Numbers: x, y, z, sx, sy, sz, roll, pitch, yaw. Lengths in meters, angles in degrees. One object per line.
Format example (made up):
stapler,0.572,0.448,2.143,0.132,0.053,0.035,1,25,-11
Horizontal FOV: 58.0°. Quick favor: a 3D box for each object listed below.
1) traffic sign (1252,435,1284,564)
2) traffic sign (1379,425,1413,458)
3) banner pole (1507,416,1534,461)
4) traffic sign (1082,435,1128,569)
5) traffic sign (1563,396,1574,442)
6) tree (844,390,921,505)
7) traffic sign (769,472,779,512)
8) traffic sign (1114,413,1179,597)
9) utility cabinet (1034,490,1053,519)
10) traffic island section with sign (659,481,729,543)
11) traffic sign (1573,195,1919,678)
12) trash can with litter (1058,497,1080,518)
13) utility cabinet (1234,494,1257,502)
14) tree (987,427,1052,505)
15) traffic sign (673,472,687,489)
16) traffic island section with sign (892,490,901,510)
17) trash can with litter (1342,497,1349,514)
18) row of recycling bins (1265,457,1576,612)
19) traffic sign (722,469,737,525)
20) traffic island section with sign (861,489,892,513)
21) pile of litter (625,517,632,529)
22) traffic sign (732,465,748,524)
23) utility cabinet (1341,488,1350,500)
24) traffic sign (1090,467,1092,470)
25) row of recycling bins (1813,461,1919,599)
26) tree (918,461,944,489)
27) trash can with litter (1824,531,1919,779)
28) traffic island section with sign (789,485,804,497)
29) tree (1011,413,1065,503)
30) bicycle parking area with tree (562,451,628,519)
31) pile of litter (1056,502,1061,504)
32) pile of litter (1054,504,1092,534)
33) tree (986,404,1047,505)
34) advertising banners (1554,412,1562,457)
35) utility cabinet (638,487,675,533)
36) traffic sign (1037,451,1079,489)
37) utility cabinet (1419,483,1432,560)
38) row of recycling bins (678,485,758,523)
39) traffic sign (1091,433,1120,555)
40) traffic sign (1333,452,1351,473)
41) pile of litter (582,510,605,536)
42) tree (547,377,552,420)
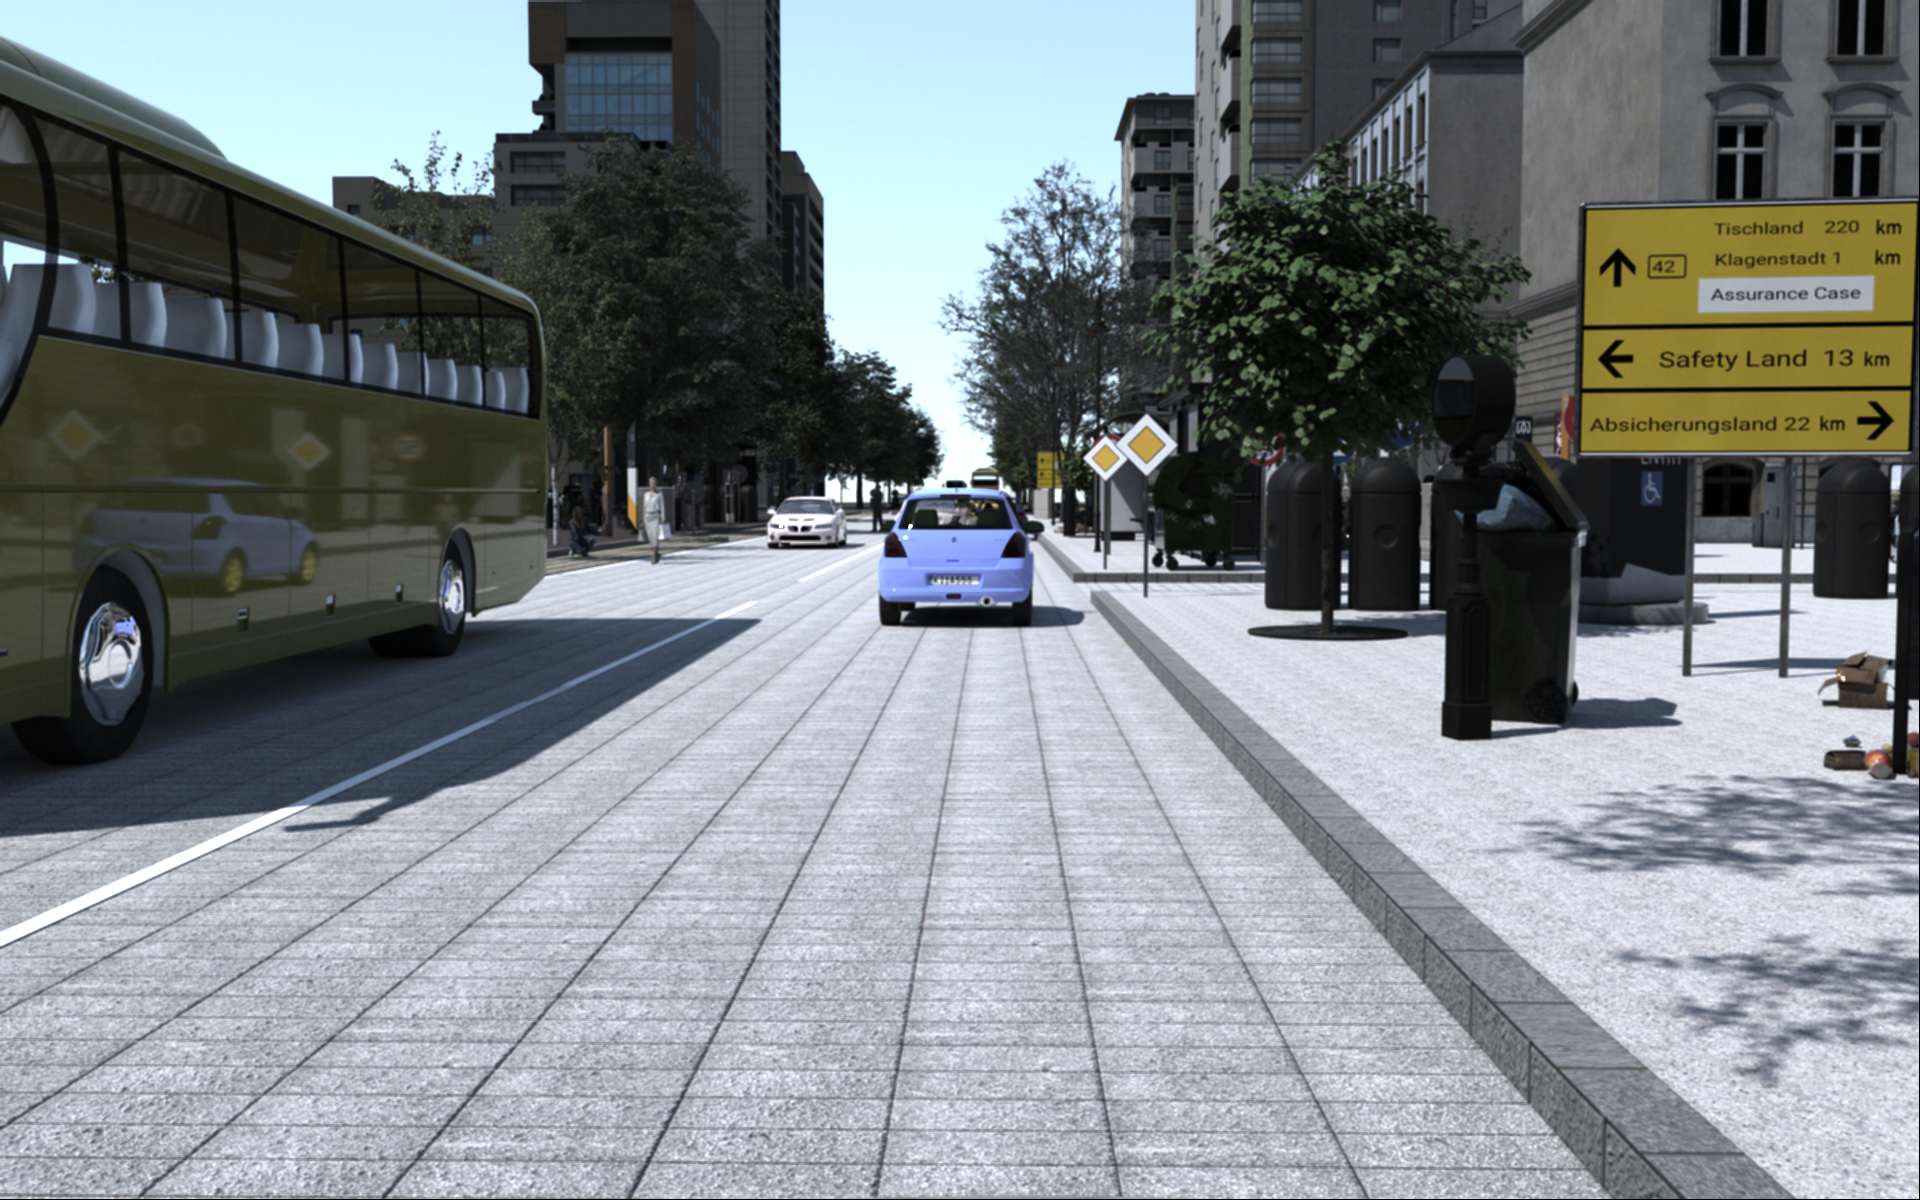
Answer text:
traffic sign,5.525,-1.922,31.535,0.768,2.556,0.104,0,4,3
traffic sign,5.058,-1.237,20.332,0.768,2.556,0.104,0,4,7
banner pole,15.822,-3.620,49.202,0.863,3.779,0.401,1,4,15
traffic sign,2.469,-1.577,29.422,0.795,2.450,0.064,0,4,1
traffic sign,7.537,-1.251,20.566,0.768,2.556,0.104,1,4,9
tree,-8.441,-17.033,196.613,7.486,12.596,7.792,0,3,0
traffic sign,-10.401,-5.975,97.800,0.768,2.556,0.104,1,4,10
traffic sign,2.302,-1.088,21.438,0.795,2.450,0.064,0,4,1
utility cabinet,4.319,-4.969,89.928,0.318,1.500,1.173,-3,4,-37
traffic island section with sign,-7.987,-2.642,51.821,1.989,1.847,2.006,0,4,1
traffic sign,5.441,-1.112,12.053,2.265,3.308,0.079,0,4,8
trash can with litter,5.591,-4.736,88.816,1.055,1.170,0.624,-3,4,-37
utility cabinet,7.814,-2.423,48.294,1.173,1.500,0.318,2,4,28
tree,7.797,-17.750,207.222,9.611,12.733,9.660,0,3,0
traffic sign,-12.716,-4.683,78.692,0.606,2.300,0.079,0,4,2
traffic island section with sign,-5.808,-9.058,156.720,1.989,1.847,2.006,0,4,1
trash can with litter,10.679,-2.330,49.159,1.678,1.210,2.233,-2,4,-30
row of recycling bins,5.200,-0.743,19.260,3.534,1.692,1.069,0,4,3
traffic sign,-9.482,-4.231,71.313,0.606,2.300,0.079,0,4,4
traffic island section with sign,-6.367,-7.409,129.770,1.989,1.847,2.006,0,4,1
pile of litter,-11.684,-3.058,63.967,1.176,0.858,1.719,3,4,36
traffic sign,-9.608,-4.598,75.289,0.768,2.556,0.104,0,4,2
utility cabinet,13.051,-3.073,58.914,1.173,1.500,0.318,-1,4,-9
traffic sign,3.948,-2.921,47.858,0.768,2.556,0.104,1,4,8
row of recycling bins,12.317,-0.846,20.949,3.534,1.692,1.069,1,4,20
tree,-6.237,-20.210,264.846,8.767,10.594,7.601,-2,4,-34
trash can with litter,4.940,0.183,8.060,2.233,1.210,1.678,-1,4,-23
traffic island section with sign,-7.424,-4.290,78.771,1.989,1.847,2.006,0,4,1
tree,6.527,-11.781,142.981,4.737,8.622,4.395,0,3,0
bicycle parking area with tree,-22.684,-6.836,98.765,9.016,4.147,8.231,3,5,43
pile of litter,5.346,-4.845,93.173,1.719,0.858,1.176,1,4,19
pile of litter,3.808,-2.626,56.900,1.176,0.858,1.719,-2,4,-27
tree,6.347,-16.729,191.645,7.486,12.596,7.792,0,3,0
advertising banners,12.683,-2.542,37.743,0.090,3.025,2.074,-1,4,-8
utility cabinet,-9.825,-2.891,55.946,1.173,1.500,0.318,0,4,-4
traffic sign,4.786,-5.432,82.685,2.265,3.308,0.079,0,4,6
utility cabinet,9.087,-1.501,33.227,0.318,1.500,1.173,0,4,-5
row of recycling bins,-10.791,-4.292,77.279,3.534,1.692,1.069,-1,4,-13
traffic sign,3.138,-2.226,36.495,0.768,2.556,0.104,1,4,11
traffic sign,6.656,-1.880,30.852,0.768,2.556,0.104,0,4,7
pile of litter,-11.560,-2.464,54.253,1.176,0.858,1.719,0,4,-2
tree,-19.232,-7.565,74.044,4.360,8.622,3.978,0,3,0
